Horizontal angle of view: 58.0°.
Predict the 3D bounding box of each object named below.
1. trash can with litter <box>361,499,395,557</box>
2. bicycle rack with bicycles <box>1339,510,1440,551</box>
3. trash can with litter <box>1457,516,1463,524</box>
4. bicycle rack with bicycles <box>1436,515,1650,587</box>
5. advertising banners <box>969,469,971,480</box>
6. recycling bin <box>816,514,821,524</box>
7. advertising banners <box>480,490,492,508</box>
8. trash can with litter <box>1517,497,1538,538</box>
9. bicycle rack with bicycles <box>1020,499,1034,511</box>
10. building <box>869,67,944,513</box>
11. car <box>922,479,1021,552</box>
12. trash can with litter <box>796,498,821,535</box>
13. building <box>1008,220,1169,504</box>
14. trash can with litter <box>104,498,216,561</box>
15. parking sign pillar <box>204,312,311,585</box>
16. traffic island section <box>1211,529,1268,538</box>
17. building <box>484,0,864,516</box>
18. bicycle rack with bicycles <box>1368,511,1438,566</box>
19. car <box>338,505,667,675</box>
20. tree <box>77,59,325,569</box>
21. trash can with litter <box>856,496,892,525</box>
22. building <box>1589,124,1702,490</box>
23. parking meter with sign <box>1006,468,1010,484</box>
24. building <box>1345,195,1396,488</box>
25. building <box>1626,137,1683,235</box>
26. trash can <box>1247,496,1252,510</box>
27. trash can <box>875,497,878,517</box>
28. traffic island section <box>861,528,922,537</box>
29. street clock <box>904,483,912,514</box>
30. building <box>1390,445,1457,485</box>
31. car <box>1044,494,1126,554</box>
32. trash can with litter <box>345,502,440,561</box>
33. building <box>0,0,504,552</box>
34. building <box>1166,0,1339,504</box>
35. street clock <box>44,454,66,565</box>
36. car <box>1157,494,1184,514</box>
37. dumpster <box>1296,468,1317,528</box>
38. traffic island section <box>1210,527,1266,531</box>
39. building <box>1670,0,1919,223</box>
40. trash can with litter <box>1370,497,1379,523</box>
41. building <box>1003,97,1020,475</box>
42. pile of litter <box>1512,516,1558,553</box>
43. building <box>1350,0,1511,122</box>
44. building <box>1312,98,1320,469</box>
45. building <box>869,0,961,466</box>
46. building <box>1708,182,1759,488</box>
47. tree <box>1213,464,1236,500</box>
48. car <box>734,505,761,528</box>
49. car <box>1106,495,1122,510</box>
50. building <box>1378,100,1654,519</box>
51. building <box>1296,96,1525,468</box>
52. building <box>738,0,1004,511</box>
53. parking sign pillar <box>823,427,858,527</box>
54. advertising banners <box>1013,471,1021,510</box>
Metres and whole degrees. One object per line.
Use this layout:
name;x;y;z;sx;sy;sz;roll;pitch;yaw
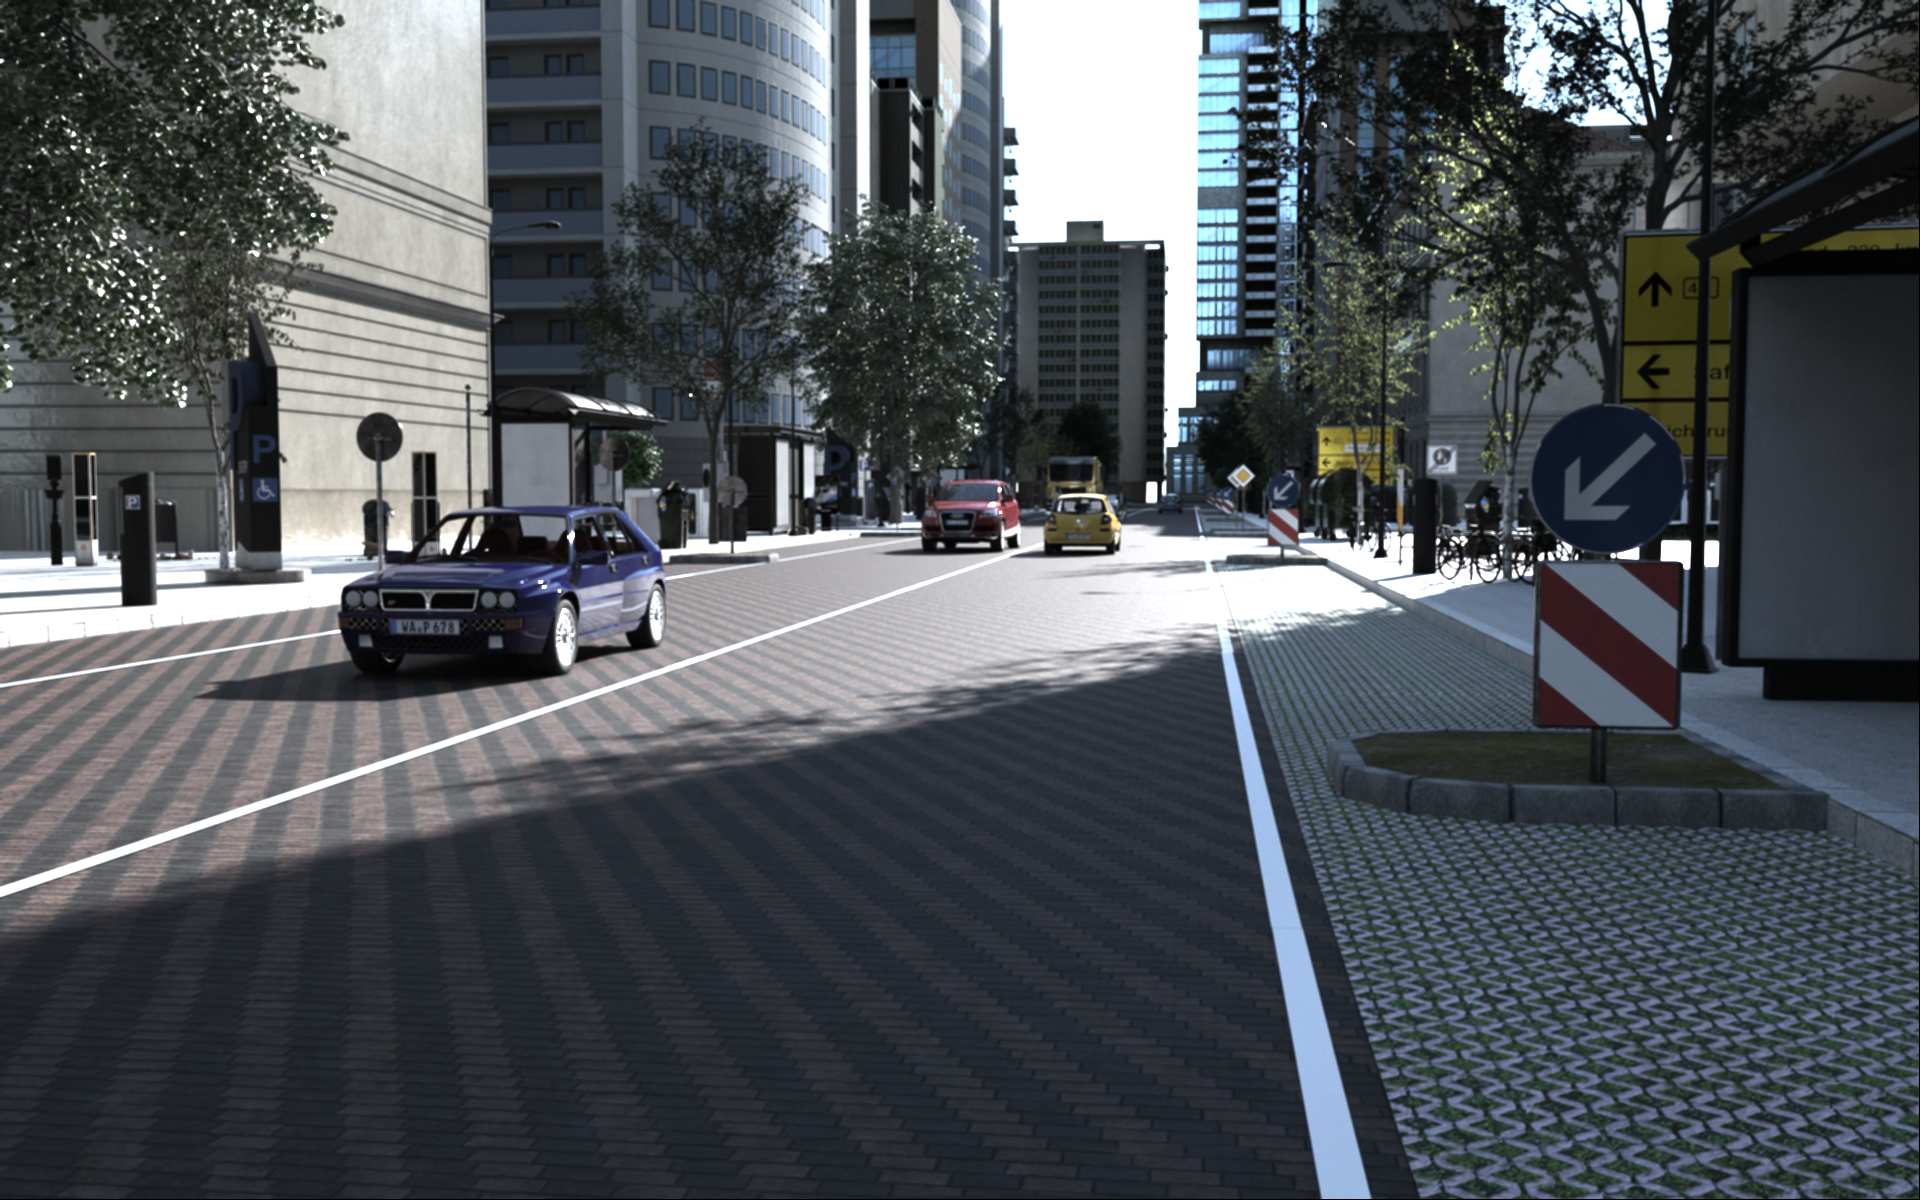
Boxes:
trash can with litter;-12.092;-1.503;35.960;0.624;1.170;1.055;-1;4;-13
bicycle rack with bicycles;9.938;-1.599;39.520;2.852;0.926;2.925;1;4;16
trash can with litter;21.284;-3.911;75.335;1.055;1.170;0.624;0;4;-6
bicycle rack with bicycles;8.541;-0.701;24.839;2.852;0.926;2.925;-1;4;-11
advertising banners;0.576;-7.812;123.911;0.090;3.025;2.074;-1;4;-9
recycling bin;-5.834;-3.842;75.368;0.722;1.027;0.722;2;4;29
advertising banners;-12.686;-3.270;49.653;2.074;3.025;0.090;-1;4;-17
trash can with litter;17.261;-2.436;50.893;2.233;1.210;1.678;-2;4;-25
bicycle rack with bicycles;4.235;-7.100;129.472;2.852;0.926;2.925;1;4;23
building;-9.019;-21.394;121.494;14.160;30.474;14.107;0;4;8
car;0.348;-2.200;44.648;2.281;1.827;5.304;1;4;9
trash can with litter;-4.782;-2.628;54.353;0.624;1.170;1.055;1;4;10
building;17.808;-34.054;248.655;23.993;40.220;32.217;0;4;8
trash can with litter;-15.929;-1.395;33.865;2.233;1.210;1.678;0;4;-2
parking sign pillar;-10.237;-2.244;25.154;1.447;3.967;1.447;-2;4;-32
traffic island section;9.467;-2.175;57.845;2.009;0.180;2.903;0;4;8
building;-17.701;-33.607;91.478;21.231;58.520;28.212;0;4;8
bicycle rack with bicycles;8.905;-1.000;29.736;2.925;0.926;2.852;0;4;-2
car;-3.823;-0.149;15.013;1.945;1.354;3.894;0;4;7
tree;-12.674;-4.824;29.229;4.360;8.622;3.978;0;3;0
trash can with litter;-3.970;-3.759;72.516;2.233;1.210;1.678;1;4;13
building;74.739;-31.234;194.265;14.086;41.232;14.154;0;4;8
parking meter with sign;2.537;-7.316;115.871;1.738;3.016;0.543;3;5;44
building;35.728;-18.586;122.942;14.314;24.678;30.058;0;4;8
building;89.098;-37.645;235.098;30.456;49.044;23.786;0;4;8
trash can;22.840;-7.595;135.826;0.748;1.137;0.748;0;3;0
trash can;-4.527;-5.203;96.725;0.748;1.137;0.748;0;3;0
traffic island section;-2.170;-2.271;59.407;2.009;0.180;2.903;0;4;8
street clock;-3.414;-6.688;113.917;0.471;2.002;0.358;-1;4;-19
building;66.223;-28.241;233.444;14.107;30.474;14.160;0;4;8
car;3.047;-1.981;42.614;2.015;1.641;3.980;0;4;8
trash can with litter;-10.848;-1.392;33.814;2.233;1.210;1.678;-2;4;-24
building;-29.222;-13.050;46.659;30.059;22.955;16.112;0;4;8
building;44.494;-56.679;239.378;31.000;86.520;22.319;0;4;8
street clock;-16.313;-1.630;31.227;0.358;2.002;0.471;-2;4;-28
car;15.605;-7.121;128.424;2.014;1.417;4.499;0;4;7
dumpster;13.715;-3.921;66.609;1.502;2.255;1.985;0;4;8
traffic island section;10.530;-2.659;65.759;2.009;0.180;2.903;0;4;8
building;28.444;-26.684;25.530;28.713;52.752;27.495;0;4;8
trash can with litter;16.174;-3.529;69.079;1.055;1.170;0.624;-1;4;-18
building;-8.727;-35.519;200.347;30.456;49.044;23.786;0;4;8
pile of litter;12.724;-1.517;38.773;1.719;0.858;1.176;-2;4;-35
building;40.081;-30.817;153.973;14.600;45.320;14.200;0;4;8
building;42.015;-31.707;168.520;14.600;45.320;14.200;0;4;8
building;-7.655;-30.605;150.495;14.600;45.320;14.200;0;4;8
building;91.615;-45.846;187.837;20.611;71.187;20.563;0;4;8
tree;29.099;-12.523;188.465;4.285;4.588;4.351;0;3;0
car;-9.248;-3.429;65.655;3.694;1.707;1.945;0;4;7
car;13.942;-8.956;158.800;2.083;1.381;4.827;0;4;7
building;30.456;-16.010;97.925;11.583;22.565;21.152;0;4;8
building;48.610;-32.750;190.079;22.147;44.769;28.867;0;4;8
building;-7.657;-38.538;172.090;21.231;58.520;28.212;0;4;8
parking sign pillar;-4.772;-4.915;68.831;1.447;3.967;1.447;2;4;29
advertising banners;4.384;-8.401;133.546;0.090;3.025;2.074;-1;4;-14
